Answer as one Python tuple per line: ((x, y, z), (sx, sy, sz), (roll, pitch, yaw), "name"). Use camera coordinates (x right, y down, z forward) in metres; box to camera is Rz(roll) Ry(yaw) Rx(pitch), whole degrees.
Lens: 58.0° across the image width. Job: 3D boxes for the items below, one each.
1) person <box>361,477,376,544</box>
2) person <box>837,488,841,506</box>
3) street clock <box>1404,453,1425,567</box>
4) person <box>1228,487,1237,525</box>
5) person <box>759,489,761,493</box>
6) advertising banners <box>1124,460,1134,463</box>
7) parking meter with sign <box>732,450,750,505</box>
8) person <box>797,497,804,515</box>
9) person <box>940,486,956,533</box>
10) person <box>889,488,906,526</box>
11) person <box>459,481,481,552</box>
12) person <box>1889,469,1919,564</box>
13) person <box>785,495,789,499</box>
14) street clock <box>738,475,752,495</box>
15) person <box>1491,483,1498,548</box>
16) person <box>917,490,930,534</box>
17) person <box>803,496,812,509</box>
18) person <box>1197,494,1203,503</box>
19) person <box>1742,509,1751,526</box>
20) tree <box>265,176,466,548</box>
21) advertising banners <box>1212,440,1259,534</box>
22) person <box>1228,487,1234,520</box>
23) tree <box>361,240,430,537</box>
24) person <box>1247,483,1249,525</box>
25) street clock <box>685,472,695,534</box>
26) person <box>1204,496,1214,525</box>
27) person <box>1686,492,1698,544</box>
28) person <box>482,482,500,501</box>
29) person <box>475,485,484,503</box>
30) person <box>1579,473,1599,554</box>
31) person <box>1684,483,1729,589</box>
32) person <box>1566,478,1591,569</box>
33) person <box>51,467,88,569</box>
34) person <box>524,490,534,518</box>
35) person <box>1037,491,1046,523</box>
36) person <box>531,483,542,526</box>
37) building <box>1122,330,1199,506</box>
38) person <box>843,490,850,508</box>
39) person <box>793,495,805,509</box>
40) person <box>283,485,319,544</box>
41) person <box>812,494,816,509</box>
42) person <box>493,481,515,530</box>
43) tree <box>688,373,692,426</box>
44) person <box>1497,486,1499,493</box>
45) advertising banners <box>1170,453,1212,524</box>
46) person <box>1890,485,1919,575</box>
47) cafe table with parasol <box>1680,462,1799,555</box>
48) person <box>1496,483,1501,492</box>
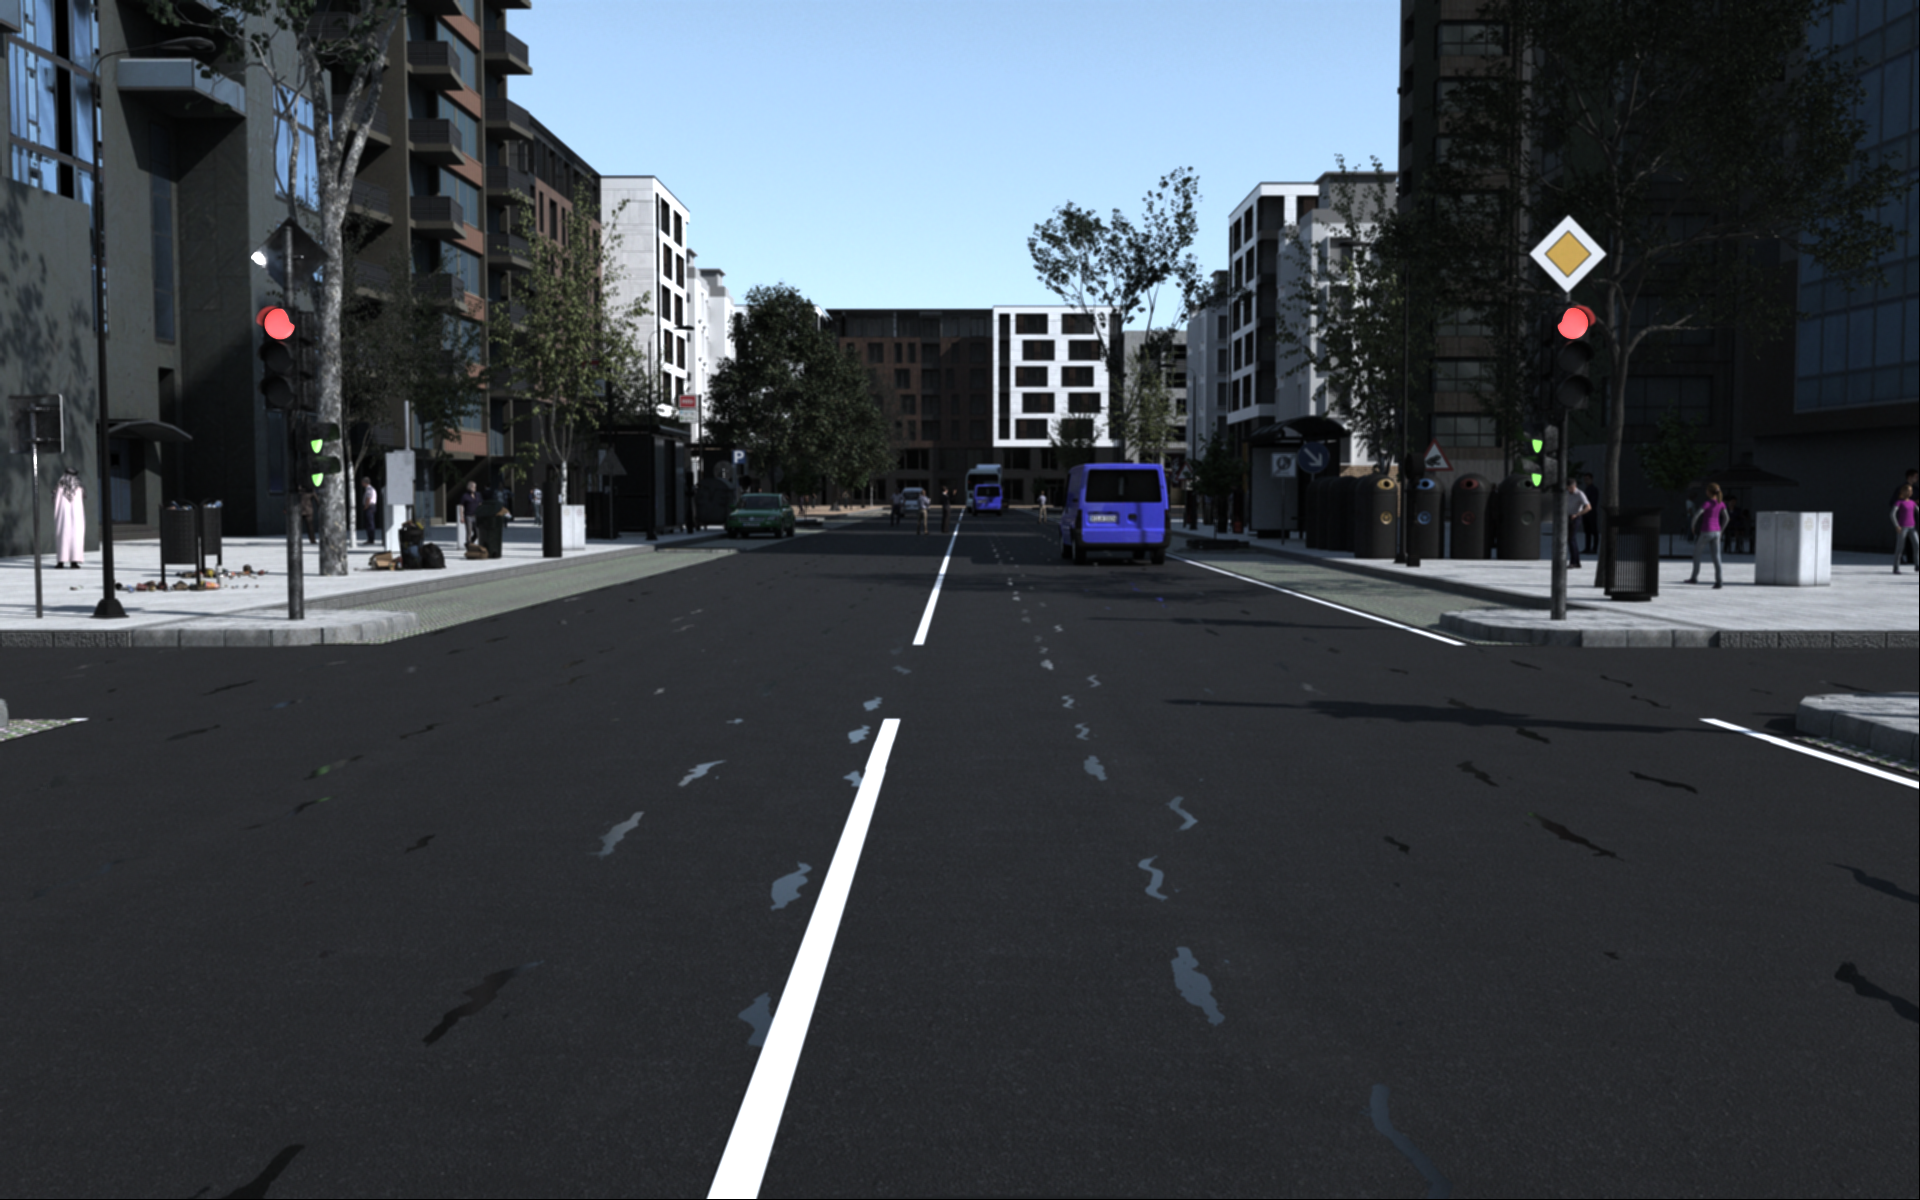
((-15.190, -2.288, 44.392), (0.436, 1.711, 0.756), (0, 4, 1), "person")
((-10.913, -9.037, 153.934), (0.705, 1.807, 1.348), (2, 4, 24), "person")
((8.006, -1.588, 30.532), (0.358, 2.002, 0.471), (0, 4, -3), "street clock")
((11.290, -3.863, 71.260), (0.516, 1.574, 0.319), (-1, 4, -22), "person")
((-18.467, -9.405, 160.370), (0.434, 1.755, 0.990), (0, 4, 1), "person")
((9.338, -5.636, 88.338), (2.074, 3.025, 0.090), (1, 4, 21), "advertising banners")
((-8.632, -4.461, 69.196), (0.543, 3.016, 1.738), (0, 4, 5), "parking meter with sign")
((-9.870, -6.131, 107.198), (0.530, 1.710, 0.541), (1, 4, 11), "person")
((-0.405, -3.344, 63.979), (0.742, 1.727, 0.445), (2, 4, 27), "person")
((-2.844, -4.176, 77.716), (0.756, 1.711, 0.436), (2, 4, 26), "person")
((-10.441, -1.766, 37.123), (0.569, 1.553, 0.471), (-1, 4, -19), "person")
((17.392, -1.525, 31.687), (0.576, 1.737, 0.504), (-2, 4, -28), "person")
((-11.644, -6.442, 112.085), (1.217, 1.736, 0.721), (1, 4, 12), "person")
((-8.263, -3.796, 66.636), (0.471, 2.002, 0.358), (-3, 5, -42), "street clock")
((12.639, -2.000, 41.008), (0.482, 1.546, 0.388), (3, 4, 37), "person")
((-1.324, -3.128, 61.699), (0.516, 1.574, 0.319), (2, 4, 35), "person")
((-13.326, -8.647, 150.679), (0.557, 1.426, 1.065), (3, 5, 45), "person")
((10.268, -4.066, 75.706), (0.799, 1.438, 0.628), (-1, 4, -20), "person")
((23.305, -2.276, 51.542), (0.655, 0.850, 0.859), (1, 4, 17), "person")
((-14.232, -5.543, 40.993), (4.360, 8.622, 3.978), (0, 3, 0), "tree")
((9.016, -3.669, 56.182), (0.090, 3.025, 2.074), (-2, 4, -34), "advertising banners")
((13.445, -4.842, 85.338), (0.434, 1.807, 0.598), (-1, 4, -21), "person")
((-15.567, -6.166, 51.184), (4.737, 8.622, 4.395), (0, 3, 0), "tree")
((12.159, -4.022, 72.531), (0.841, 1.734, 0.376), (0, 4, -3), "person")
((-8.750, -3.153, 56.123), (0.358, 2.002, 0.471), (-1, 4, -13), "street clock")
((10.240, -3.862, 71.253), (0.319, 1.574, 0.516), (-1, 4, -21), "person")
((18.793, -2.108, 44.412), (0.340, 1.345, 0.435), (1, 4, 9), "person")
((-17.045, -3.430, 62.932), (0.445, 1.727, 0.742), (2, 4, 32), "person")
((-15.632, -2.922, 55.781), (0.963, 1.587, 0.435), (-1, 4, -17), "person")
((13.393, -1.852, 37.026), (0.504, 1.737, 0.576), (-1, 4, -14), "person")
((10.100, -0.874, 23.566), (0.726, 1.435, 0.776), (-1, 4, -18), "person")
((10.574, -1.319, 29.821), (0.590, 1.554, 0.614), (-2, 4, -30), "person")
((-15.252, -1.406, 29.703), (0.551, 1.740, 0.621), (-3, 5, -43), "person")
((-22.940, -5.136, 92.716), (0.600, 1.496, 0.574), (1, 4, 20), "person")
((4.003, -4.541, 84.809), (0.516, 1.574, 0.319), (-2, 4, -24), "person")
((-16.916, -3.820, 69.220), (0.376, 1.734, 0.841), (1, 4, 16), "person")
((33.510, -20.126, 195.523), (31.486, 18.905, 16.747), (0, 4, 0), "building")
((-10.198, -9.103, 155.592), (0.721, 1.735, 1.217), (2, 4, 25), "person")
((-14.265, -8.986, 153.784), (1.217, 1.723, 0.721), (-2, 4, -24), "person")
((-16.962, -2.334, 44.760), (0.990, 1.755, 0.434), (0, 4, -6), "person")
((-13.005, -9.051, 154.033), (0.705, 1.822, 1.348), (-1, 4, -15), "person")
((-16.184, -3.330, 61.215), (0.841, 1.734, 0.376), (1, 4, 16), "person")
((-14.944, -8.137, 83.409), (4.737, 8.622, 4.395), (0, 3, 0), "tree")
((14.255, -2.299, 45.090), (0.566, 1.644, 0.517), (1, 4, 14), "person")
((9.960, -4.775, 74.261), (2.074, 3.025, 0.090), (-1, 4, -11), "advertising banners")
((15.121, -1.113, 27.480), (0.726, 1.434, 0.776), (-1, 4, -11), "person")
((16.838, -1.985, 37.318), (2.610, 1.966, 2.610), (-1, 4, -19), "cafe table with parasol")
((21.961, -3.872, 70.284), (0.436, 1.711, 0.756), (-3, 5, -43), "person")
